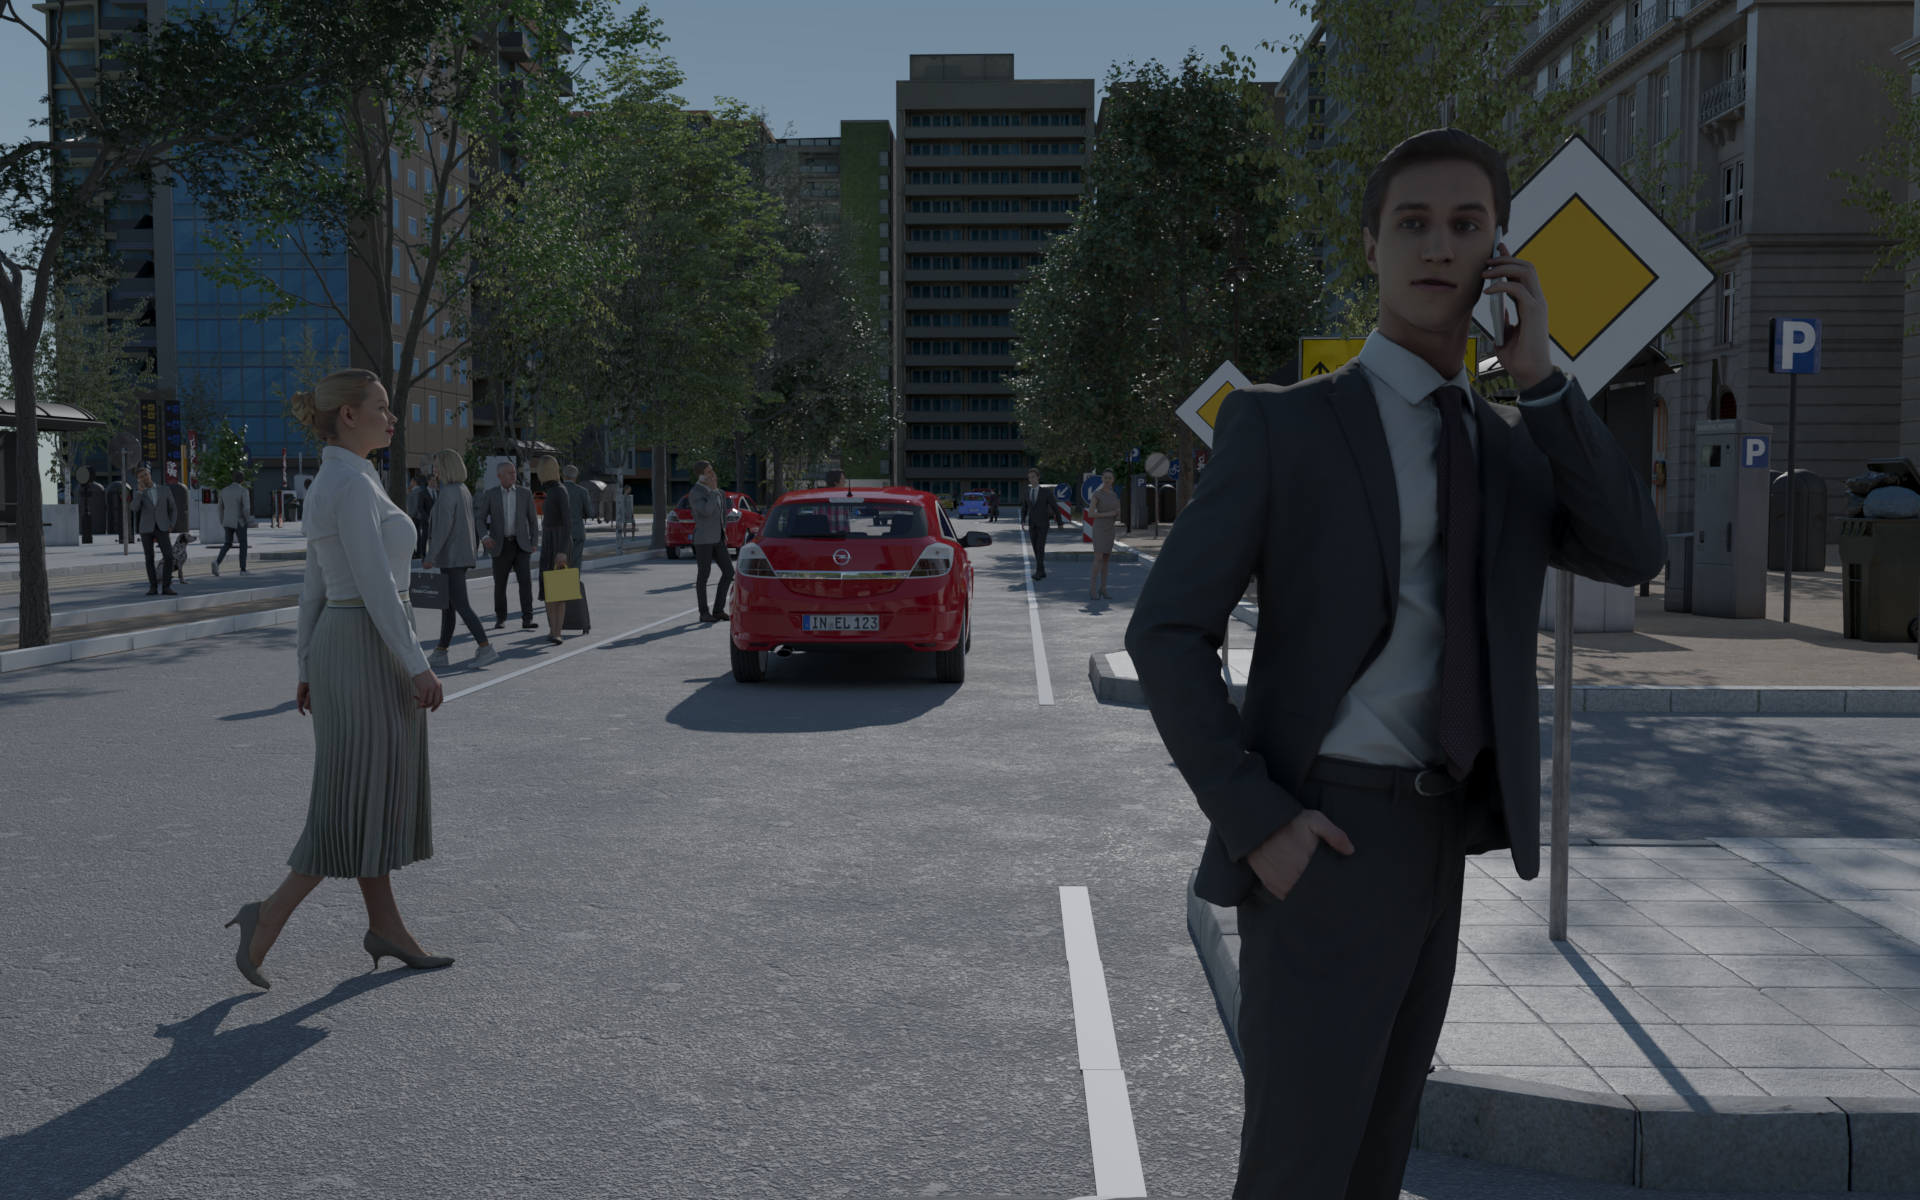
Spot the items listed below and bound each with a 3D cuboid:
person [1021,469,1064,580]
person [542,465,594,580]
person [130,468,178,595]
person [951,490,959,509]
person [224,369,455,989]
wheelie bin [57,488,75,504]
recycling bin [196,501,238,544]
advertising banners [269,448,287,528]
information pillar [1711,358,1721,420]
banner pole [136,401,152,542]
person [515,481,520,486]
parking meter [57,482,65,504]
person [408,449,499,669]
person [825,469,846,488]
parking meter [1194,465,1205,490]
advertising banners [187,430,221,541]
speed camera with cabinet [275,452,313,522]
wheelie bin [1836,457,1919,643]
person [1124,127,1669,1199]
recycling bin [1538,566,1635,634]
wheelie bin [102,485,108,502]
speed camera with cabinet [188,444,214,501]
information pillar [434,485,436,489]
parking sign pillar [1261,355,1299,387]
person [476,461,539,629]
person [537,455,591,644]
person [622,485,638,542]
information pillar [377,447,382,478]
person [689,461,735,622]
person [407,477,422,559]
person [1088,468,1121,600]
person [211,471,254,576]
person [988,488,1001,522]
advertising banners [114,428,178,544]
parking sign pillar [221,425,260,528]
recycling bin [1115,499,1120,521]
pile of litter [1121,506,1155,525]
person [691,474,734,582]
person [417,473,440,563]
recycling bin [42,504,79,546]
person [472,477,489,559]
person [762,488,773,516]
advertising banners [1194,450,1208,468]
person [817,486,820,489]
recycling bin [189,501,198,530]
[{"bbox_3d":[1.282,-1.256,28.810,0.659,1.850,0.755,2,4,30],"label":"person"},{"bbox_3d":[-5.048,-0.836,22.345,0.661,1.801,0.590,-1,4,-10],"label":"person"},{"bbox_3d":[-11.409,-0.971,24.555,0.592,1.802,0.473,-1,4,-11],"label":"person"},{"bbox_3d":[-0.484,-9.459,163.295,0.705,1.807,1.348,-3,4,-37],"label":"person"},{"bbox_3d":[-1.825,0.224,5.071,0.641,1.798,0.478,-1,4,-18],"label":"person"},{"bbox_3d":[-31.264,-3.231,60.734,0.693,1.594,0.980,-2,4,-28],"label":"wheelie bin"},{"bbox_3d":[-19.276,-1.989,45.070,0.722,1.027,0.722,3,4,38],"label":"recycling bin"},{"bbox_3d":[-25.720,-4.234,65.411,0.090,3.025,2.074,0,4,-4],"label":"advertising banners"},{"bbox_3d":[13.122,-2.372,30.139,0.183,3.616,0.504,2,4,31],"label":"information pillar"},{"bbox_3d":[-22.072,-3.483,46.968,0.401,3.779,0.863,0,4,-3],"label":"banner pole"},{"bbox_3d":[-13.730,-2.762,53.429,0.659,1.850,0.755,0,4,3],"label":"person"},{"bbox_3d":[-43.787,-4.819,84.502,0.255,1.863,0.399,2,4,35],"label":"parking meter"},{"bbox_3d":[-4.167,-0.337,14.197,0.728,1.800,0.709,0,4,6],"label":"person"},{"bbox_3d":[-1.503,-0.650,19.962,0.643,1.720,0.563,-3,5,-42],"label":"person"},{"bbox_3d":[5.394,-2.021,38.754,0.255,1.863,0.399,-1,4,-9],"label":"parking meter"},{"bbox_3d":[-20.951,-3.180,48.176,0.090,3.025,2.074,0,4,2],"label":"advertising banners"},{"bbox_3d":[-31.211,-5.303,81.047,0.660,3.252,2.038,2,4,24],"label":"speed camera with cabinet"},{"bbox_3d":[8.105,-0.441,15.126,0.693,1.594,0.980,0,4,-2],"label":"wheelie bin"},{"bbox_3d":[0.579,0.342,2.264,0.648,1.900,0.474,-3,4,-36],"label":"person"},{"bbox_3d":[5.838,-0.229,16.303,0.722,1.027,0.722,-1,4,-17],"label":"recycling bin"},{"bbox_3d":[-30.946,-3.359,62.833,0.980,1.594,0.693,0,4,7],"label":"wheelie bin"},{"bbox_3d":[-30.420,-4.526,68.333,2.038,3.252,0.660,2,4,25],"label":"speed camera with cabinet"},{"bbox_3d":[-25.042,-4.757,82.276,0.304,2.012,0.304,-2,4,-26],"label":"information pillar"},{"bbox_3d":[5.783,-2.568,30.456,1.447,3.967,1.447,2,4,34],"label":"parking sign pillar"},{"bbox_3d":[-4.743,-0.576,18.315,0.661,1.777,0.834,-2,4,-32],"label":"person"},{"bbox_3d":[-3.891,-0.506,16.995,0.699,1.804,1.509,0,4,4],"label":"person"},{"bbox_3d":[-9.930,-2.582,51.715,0.522,1.701,0.512,1,4,17],"label":"person"},{"bbox_3d":[-22.174,-4.572,66.115,0.183,3.616,0.504,0,4,0],"label":"information pillar"},{"bbox_3d":[-2.773,-0.657,19.426,0.473,1.802,0.592,3,4,37],"label":"person"},{"bbox_3d":[-12.067,-1.807,38.231,0.473,1.802,0.592,1,4,9],"label":"person"},{"bbox_3d":[1.978,-0.903,23.612,0.599,1.781,0.374,-3,5,-40],"label":"person"},{"bbox_3d":[-12.712,-1.342,30.285,0.661,1.843,0.795,1,4,18],"label":"person"},{"bbox_3d":[1.784,-4.903,89.460,0.445,1.727,0.742,2,4,30],"label":"person"},{"bbox_3d":[-21.248,-3.008,45.375,0.090,3.025,2.074,2,4,26],"label":"advertising banners"},{"bbox_3d":[-27.266,-4.706,65.410,1.447,3.967,1.447,1,4,13],"label":"parking sign pillar"},{"bbox_3d":[7.375,-4.341,83.532,0.722,1.027,0.722,-2,4,-27],"label":"recycling bin"},{"bbox_3d":[7.483,-3.577,72.454,1.176,0.858,1.719,-2,4,-24],"label":"pile of litter"},{"bbox_3d":[-3.978,-1.169,28.014,0.661,1.777,0.834,-3,5,-44],"label":"person"},{"bbox_3d":[-10.719,-1.652,35.288,0.755,1.850,0.659,3,4,37],"label":"person"},{"bbox_3d":[-22.321,-1.851,42.816,0.722,1.027,0.722,2,4,30],"label":"recycling bin"},{"bbox_3d":[-10.679,-1.805,38.200,0.526,1.800,0.537,-1,4,-8],"label":"person"},{"bbox_3d":[-9.072,-4.570,82.992,0.755,1.850,0.659,-1,4,-20],"label":"person"},{"bbox_3d":[10.329,-4.437,68.730,2.074,3.025,0.090,1,4,8],"label":"advertising banners"},{"bbox_3d":[-6.775,-4.527,82.505,0.713,1.824,0.794,2,4,31],"label":"person"},{"bbox_3d":[-27.485,-3.034,62.156,0.722,1.027,0.722,0,4,-7],"label":"recycling bin"}]
